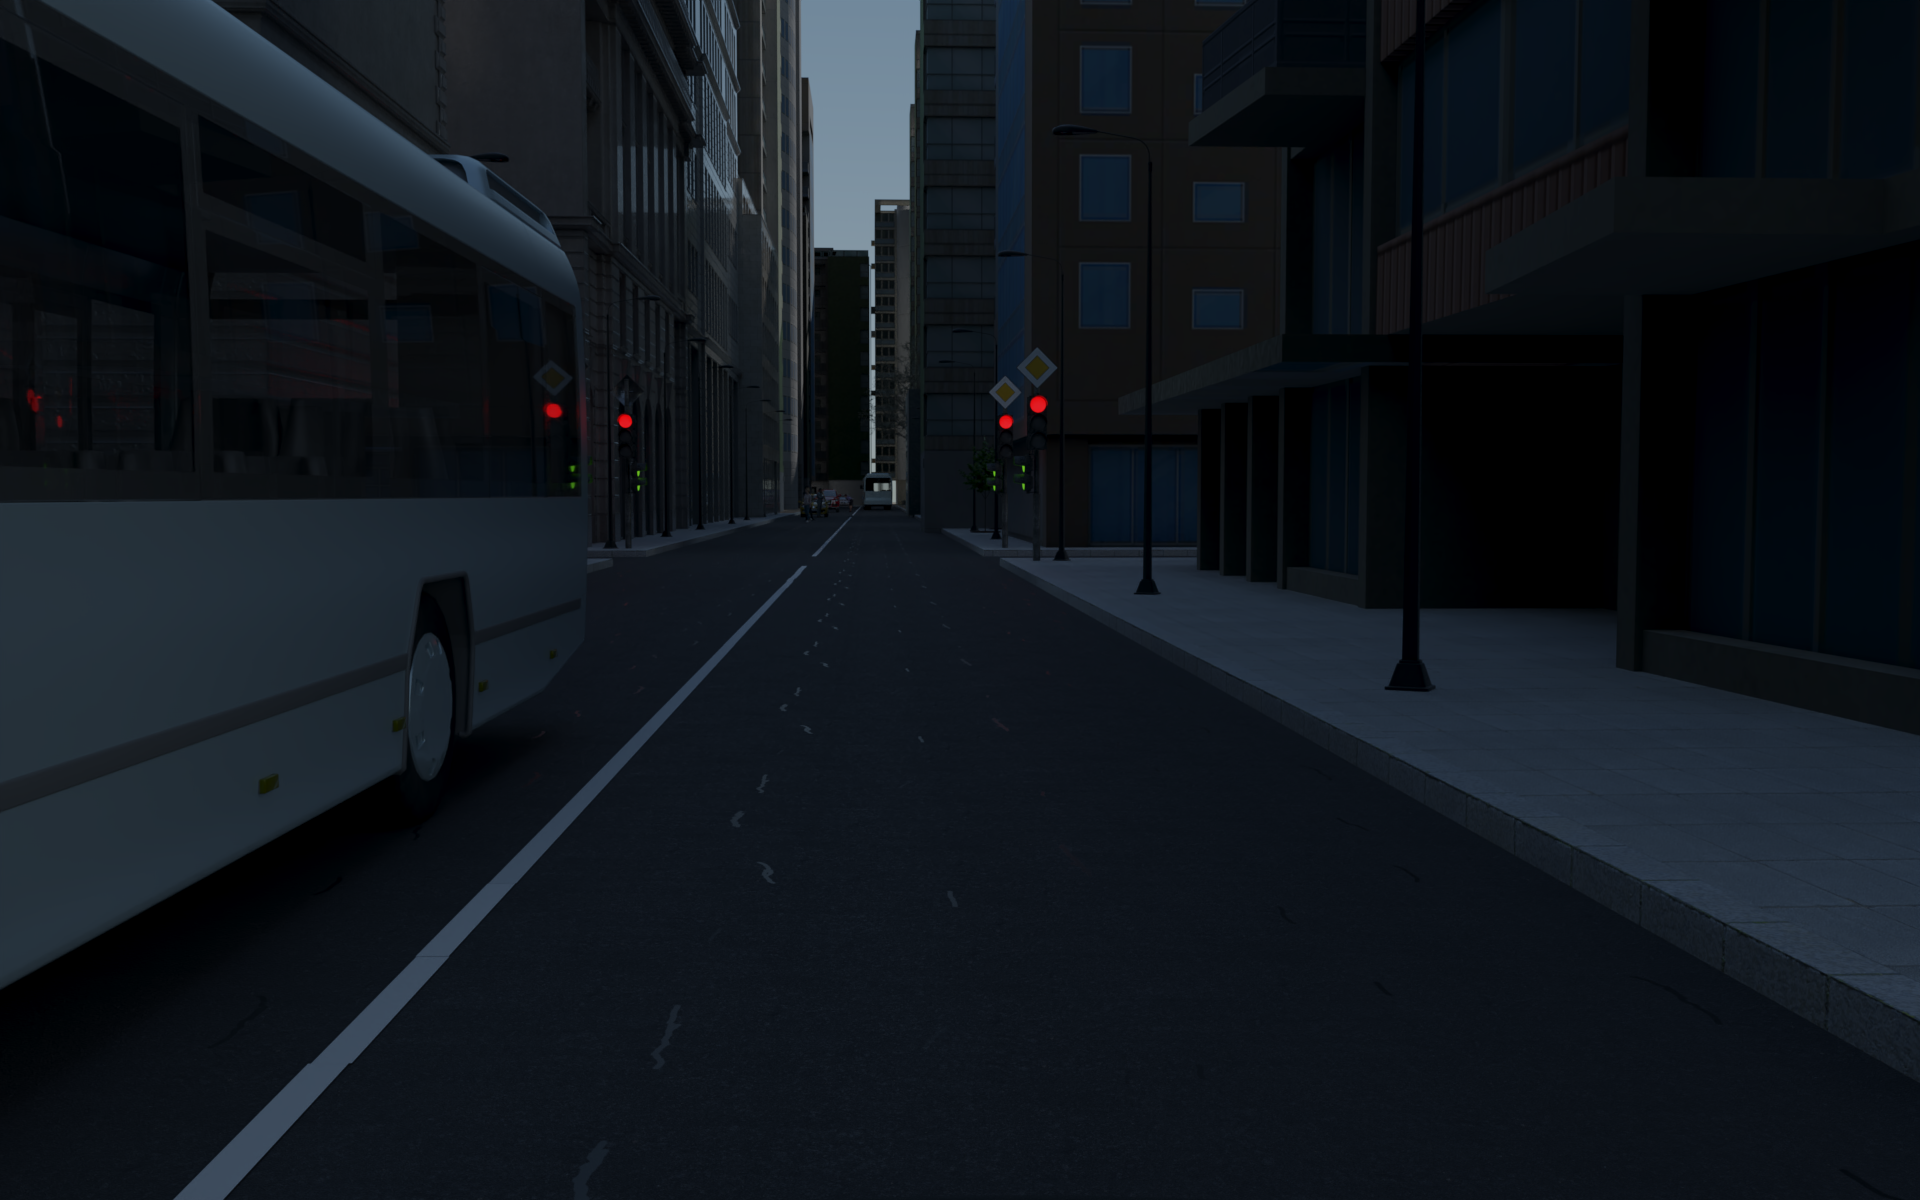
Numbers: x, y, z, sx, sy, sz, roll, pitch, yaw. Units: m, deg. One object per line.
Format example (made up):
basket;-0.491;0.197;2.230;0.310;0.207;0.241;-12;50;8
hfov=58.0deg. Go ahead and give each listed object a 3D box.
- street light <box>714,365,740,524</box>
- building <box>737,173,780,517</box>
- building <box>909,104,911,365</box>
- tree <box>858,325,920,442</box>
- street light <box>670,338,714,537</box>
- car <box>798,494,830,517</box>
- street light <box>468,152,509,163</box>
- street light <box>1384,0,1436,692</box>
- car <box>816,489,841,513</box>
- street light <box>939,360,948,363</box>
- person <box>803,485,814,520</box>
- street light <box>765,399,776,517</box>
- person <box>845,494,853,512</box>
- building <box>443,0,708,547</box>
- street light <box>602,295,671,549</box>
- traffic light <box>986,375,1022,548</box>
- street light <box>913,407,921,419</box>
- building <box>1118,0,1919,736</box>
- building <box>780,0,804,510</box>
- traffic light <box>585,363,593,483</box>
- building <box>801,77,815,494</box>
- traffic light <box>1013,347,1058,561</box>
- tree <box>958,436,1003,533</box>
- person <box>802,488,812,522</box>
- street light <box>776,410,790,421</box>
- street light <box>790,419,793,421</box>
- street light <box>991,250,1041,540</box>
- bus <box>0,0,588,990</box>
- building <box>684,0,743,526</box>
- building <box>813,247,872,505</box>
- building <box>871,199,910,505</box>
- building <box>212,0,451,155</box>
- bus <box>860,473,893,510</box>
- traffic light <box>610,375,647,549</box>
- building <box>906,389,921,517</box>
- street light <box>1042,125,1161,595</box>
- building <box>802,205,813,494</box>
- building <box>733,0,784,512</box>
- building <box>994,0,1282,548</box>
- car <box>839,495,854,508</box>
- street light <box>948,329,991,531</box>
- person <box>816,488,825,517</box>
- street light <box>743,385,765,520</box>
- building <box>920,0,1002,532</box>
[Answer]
street light;-8.830;-5.494;62.367;1.470;5.913;1.316;0;4;-3
building;-16.398;-15.156;102.550;10.420;20.320;16.860;0;4;-3
building;2.877;-28.959;157.077;14.154;41.232;14.086;0;4;-3
tree;-2.149;-12.961;122.278;12.009;13.543;11.850;0;3;0
street light;-8.227;-4.834;51.583;1.470;5.913;1.316;0;4;-3
car;-9.113;-6.012;108.512;2.015;1.641;3.980;0;4;-3
street light;-6.832;-3.128;23.691;1.470;5.913;1.316;0;4;-3
street light;2.421;-2.364;11.197;1.470;5.913;1.316;0;4;-3
car;-10.490;-7.804;136.265;2.281;1.827;5.304;0;4;-4
street light;-0.036;-5.346;59.952;1.470;5.913;1.316;0;4;-3
person;-8.240;-5.288;94.315;0.648;1.900;0.474;2;4;35
street light;-9.918;-6.869;84.853;1.470;5.913;1.316;0;4;-3
person;-8.749;-7.625;136.398;0.697;1.427;0.421;0;4;-2
building;-15.357;-12.860;52.058;13.314;21.916;24.055;0;4;-3
street light;-7.686;-4.163;40.613;1.470;5.913;1.316;0;4;-3
traffic light;1.052;-3.196;41.176;0.839;4.253;0.868;0;4;-3
street light;-1.634;-7.326;92.316;1.470;5.913;1.316;0;4;-3
building;14.251;-22.102;15.995;22.147;44.769;28.867;0;4;-3
building;-24.181;-36.781;143.373;21.231;58.520;28.212;0;4;-3
traffic light;-7.397;-2.680;32.742;0.839;4.253;0.868;0;4;-3
building;-22.752;-32.600;183.122;14.200;45.320;14.600;0;4;-3
traffic light;1.453;-2.708;33.201;0.839;4.253;0.868;0;4;-3
tree;0.717;-3.851;57.566;1.663;3.219;1.824;0;3;0
person;-7.691;-4.791;87.500;0.731;1.740;0.598;2;4;34
street light;-10.355;-7.542;95.846;1.470;5.913;1.316;0;4;-3
street light;-11.010;-8.221;106.954;1.470;5.913;1.316;0;4;-3
street light;1.418;-3.709;33.186;1.470;5.913;1.316;0;4;-3
bus;-3.420;-0.577;4.302;2.948;3.499;13.247;0;4;-2
building;-16.672;-18.437;78.930;11.434;29.767;29.804;0;4;-3
building;-17.594;-26.551;205.805;14.107;30.474;14.160;0;4;-3
building;0.960;-32.047;215.843;23.993;40.220;32.217;0;4;-3
building;-18.541;-12.092;26.583;19.941;23.489;11.050;0;4;-3
bus;-7.738;-10.148;160.786;2.948;3.499;13.247;0;4;-4
traffic light;-7.798;-3.168;40.717;0.839;4.253;0.868;0;4;-3
building;8.261;-48.122;99.472;22.319;86.520;31.000;0;4;-3
street light;1.858;-3.024;21.984;1.470;5.913;1.316;0;4;-3
building;-21.790;-24.118;166.031;14.160;30.474;14.107;0;4;-3
building;-19.933;-26.812;121.971;14.154;41.232;14.086;0;4;-3
building;8.427;-24.271;46.942;14.200;45.320;14.600;0;4;-3
car;-12.040;-10.241;179.801;2.083;1.381;4.827;0;4;-3
street light;0.484;-4.663;48.774;1.470;5.913;1.316;0;4;-3
person;-8.540;-5.960;106.123;0.466;1.800;0.511;1;4;10
street light;-9.240;-6.210;74.072;1.470;5.913;1.316;0;4;-3
building;5.348;-23.645;70.184;14.154;41.232;14.086;0;4;-3
